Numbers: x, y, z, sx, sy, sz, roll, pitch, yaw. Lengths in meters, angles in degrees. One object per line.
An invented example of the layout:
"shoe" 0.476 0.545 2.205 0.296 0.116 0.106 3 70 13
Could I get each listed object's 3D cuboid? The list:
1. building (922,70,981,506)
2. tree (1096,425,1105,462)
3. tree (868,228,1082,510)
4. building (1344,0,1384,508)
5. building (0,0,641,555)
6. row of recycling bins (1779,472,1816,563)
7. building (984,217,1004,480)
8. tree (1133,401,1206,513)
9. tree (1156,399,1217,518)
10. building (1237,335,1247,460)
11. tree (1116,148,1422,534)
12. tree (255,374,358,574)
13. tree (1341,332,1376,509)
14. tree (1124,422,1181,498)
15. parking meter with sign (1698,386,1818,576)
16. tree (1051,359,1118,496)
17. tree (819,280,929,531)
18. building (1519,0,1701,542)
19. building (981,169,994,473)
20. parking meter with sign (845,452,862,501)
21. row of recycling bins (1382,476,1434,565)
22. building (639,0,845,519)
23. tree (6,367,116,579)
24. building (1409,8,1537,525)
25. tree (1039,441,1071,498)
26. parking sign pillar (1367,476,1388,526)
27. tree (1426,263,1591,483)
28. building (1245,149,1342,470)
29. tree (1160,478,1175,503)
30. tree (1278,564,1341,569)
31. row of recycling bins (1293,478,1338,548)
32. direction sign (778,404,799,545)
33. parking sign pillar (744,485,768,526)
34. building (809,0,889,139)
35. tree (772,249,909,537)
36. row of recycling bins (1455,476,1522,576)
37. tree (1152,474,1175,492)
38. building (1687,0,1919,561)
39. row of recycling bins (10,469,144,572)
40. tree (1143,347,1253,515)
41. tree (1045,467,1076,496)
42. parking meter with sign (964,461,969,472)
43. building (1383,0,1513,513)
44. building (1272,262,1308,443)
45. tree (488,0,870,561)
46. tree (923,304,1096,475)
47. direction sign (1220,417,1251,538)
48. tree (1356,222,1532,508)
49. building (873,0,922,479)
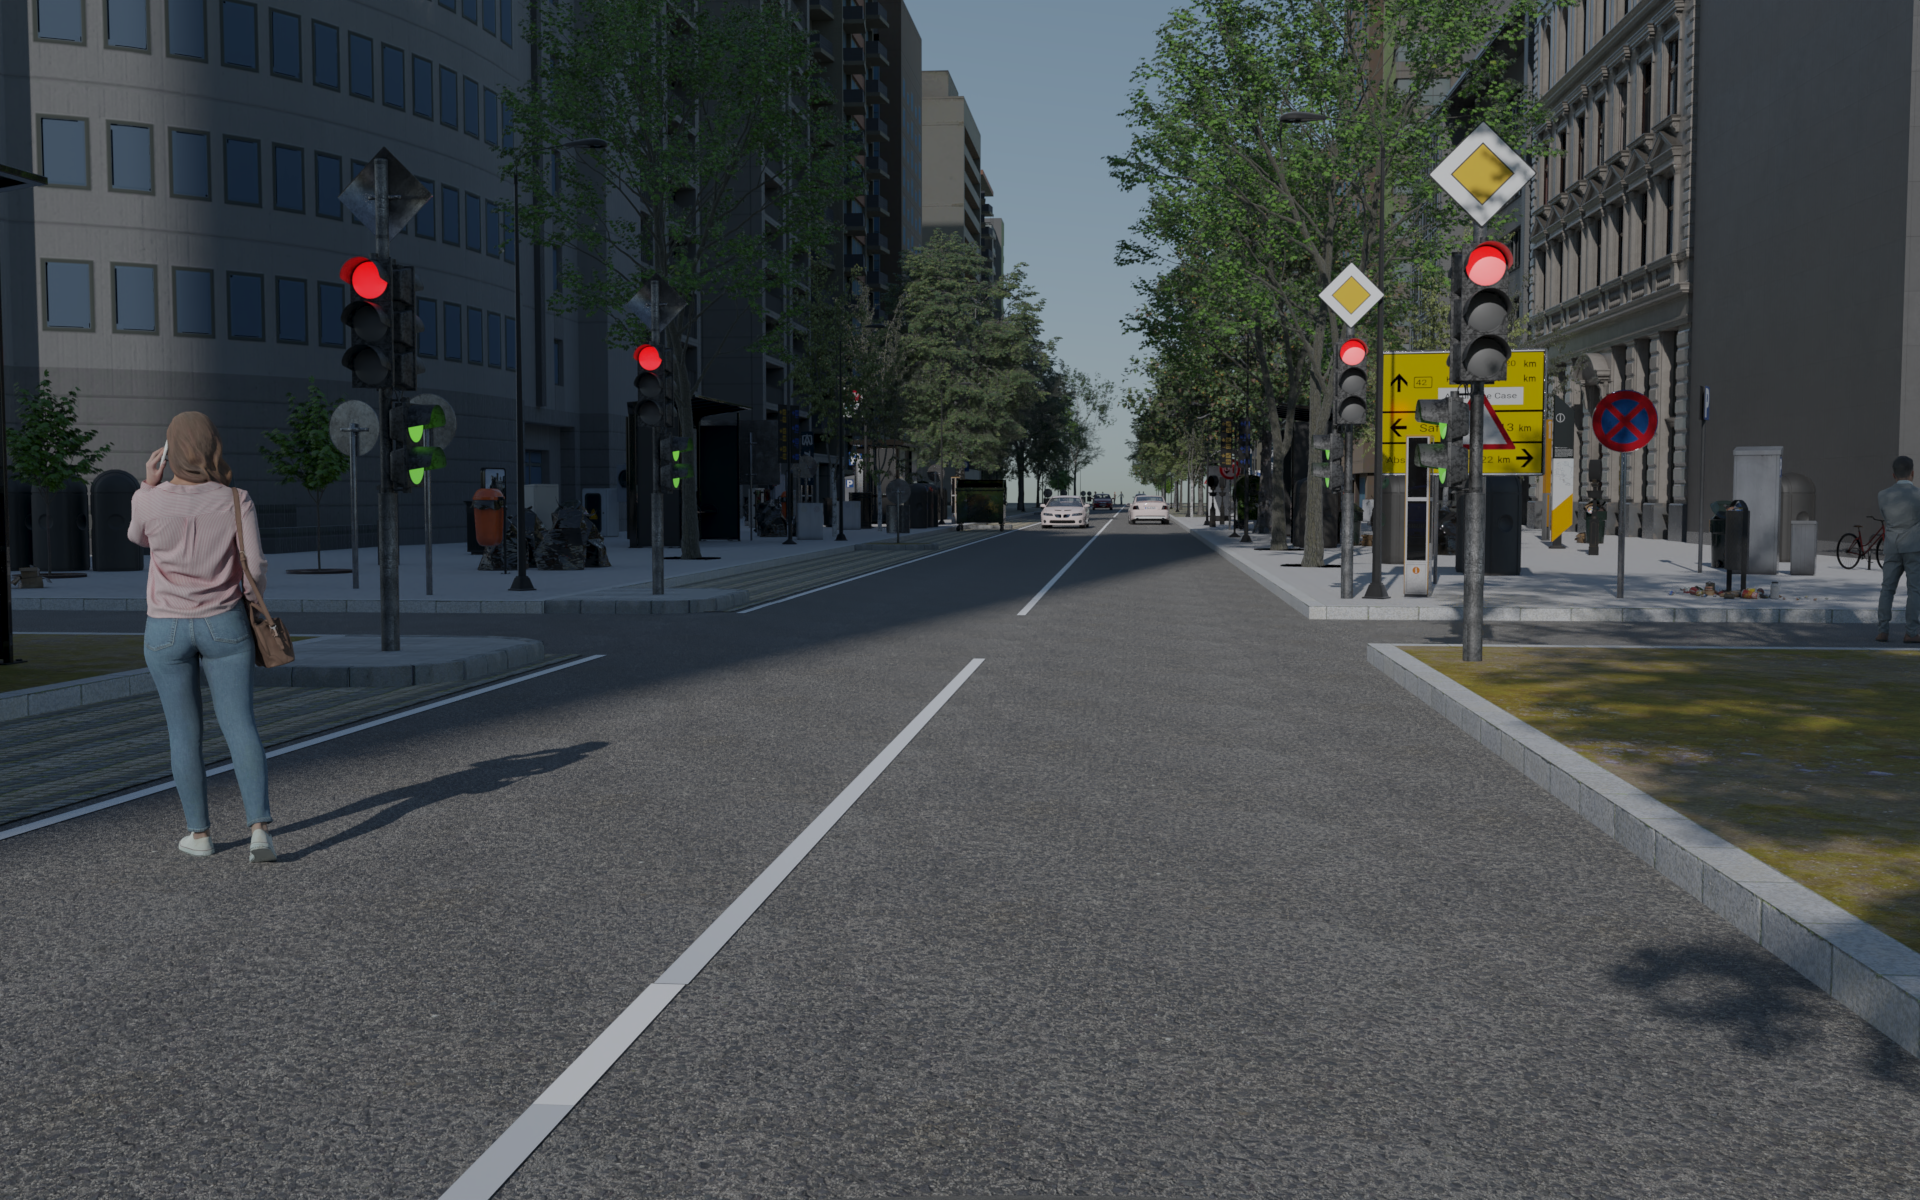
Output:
"building" -9.116 -35.448 203.278 21.300 48.544 21.600 0 4 6
"tree" 13.602 -19.135 223.232 12.009 13.543 11.850 0 3 0
"tree" 0.033 -10.761 82.591 9.857 13.997 8.962 0 3 0
"building" 34.303 -28.739 119.999 14.600 45.320 14.200 0 4 6
"building" -23.133 -30.898 47.189 21.231 58.520 28.212 0 4 6
"row of recycling bins" 16.049 -1.646 34.031 1.069 1.692 3.534 1 4 18
"building" -1.162 -34.647 250.074 14.154 41.232 14.086 0 4 6
"tree" 17.425 -12.427 137.596 8.767 10.594 7.601 2 4 29
"tree" 12.717 -8.723 92.981 4.360 8.622 3.978 0 3 0
"building" 46.693 -36.374 244.818 14.600 45.320 14.200 0 4 6
"tree" 9.977 -8.510 56.153 9.611 12.733 9.660 0 3 0
"tree" -10.544 -2.045 28.032 1.663 3.219 1.824 0 3 0
"tree" 14.386 -7.029 65.284 4.360 8.622 3.978 0 3 0
"tree" 25.260 -18.913 215.877 9.857 13.997 8.962 0 3 0
"parking meter with sign" 12.739 -1.919 27.644 1.738 3.016 0.543 2 4 30
"tree" 15.976 -23.532 240.643 12.611 20.169 13.585 0 3 0
"tree" -2.790 -6.659 59.240 4.360 8.622 3.978 0 3 0
"building" 25.011 -13.790 54.340 11.050 23.489 19.941 0 4 6
"building" -7.160 -35.132 229.026 22.147 44.769 28.867 0 4 6
"parking meter with sign" -4.468 -4.571 71.000 0.543 3.016 1.738 1 4 10
"row of recycling bins" 8.545 -1.590 33.115 1.069 1.692 3.534 1 4 15
"building" -18.222 -41.008 108.739 20.563 71.187 20.611 0 4 6
"tree" -13.887 -1.958 26.620 1.663 3.219 1.824 0 3 0
"building" 29.875 -15.907 79.140 14.314 24.678 30.058 0 4 6
"tree" 8.605 -13.546 171.844 4.360 8.622 3.978 0 3 0
"parking sign pillar" 17.362 -5.024 70.615 1.447 3.967 1.447 2 4 34
"tree" 17.002 -6.315 53.616 4.360 8.622 3.978 0 3 0
"building" 47.604 -34.772 223.139 22.147 44.769 28.867 0 4 6
"tree" 29.214 -15.520 248.353 1.663 3.219 1.824 0 3 0
"tree" 6.390 -6.382 30.104 9.928 11.665 9.643 0 3 0
"row of recycling bins" 8.661 -2.166 42.527 1.069 1.692 3.534 0 4 8
"direction sign" -4.350 -3.185 44.066 0.379 3.537 0.876 2 4 30
"parking sign pillar" -7.985 -4.977 69.852 1.447 3.967 1.447 -1 4 -10
"building" -17.456 -29.337 134.288 22.147 44.769 28.867 0 4 6
"tree" -3.718 -6.205 51.810 4.737 8.622 4.395 0 3 0
"row of recycling bins" 8.743 -1.324 28.760 1.069 1.692 3.534 1 4 15
"tree" 28.329 -15.733 240.951 4.285 4.588 4.351 0 3 0
"building" 30.078 -14.842 36.178 24.014 27.812 14.314 0 4 6
"row of recycling bins" -15.434 -1.343 29.074 3.534 1.692 1.069 0 4 7
"tree" 15.043 -11.421 104.852 7.486 12.596 7.792 0 3 0
"tree" 11.133 -12.724 191.755 4.285 4.588 4.351 0 3 0
"parking meter with sign" 0.401 -5.927 93.172 0.543 3.016 1.738 1 4 13
"building" 32.770 -25.841 106.090 14.154 41.232 14.086 0 4 6
"building" 42.726 -26.332 202.226 14.160 30.474 14.107 0 4 6
"tree" -5.449 -6.601 33.688 9.928 11.665 9.643 0 3 0
"tree" 2.110 -12.282 111.177 12.009 13.543 11.850 0 3 0
"direction sign" 8.133 -3.621 51.195 0.876 3.537 0.379 0 4 3
"tree" 13.074 -5.870 46.341 4.737 8.622 4.395 0 3 0
"building" -11.117 -30.894 155.233 14.600 45.320 14.200 0 4 6
